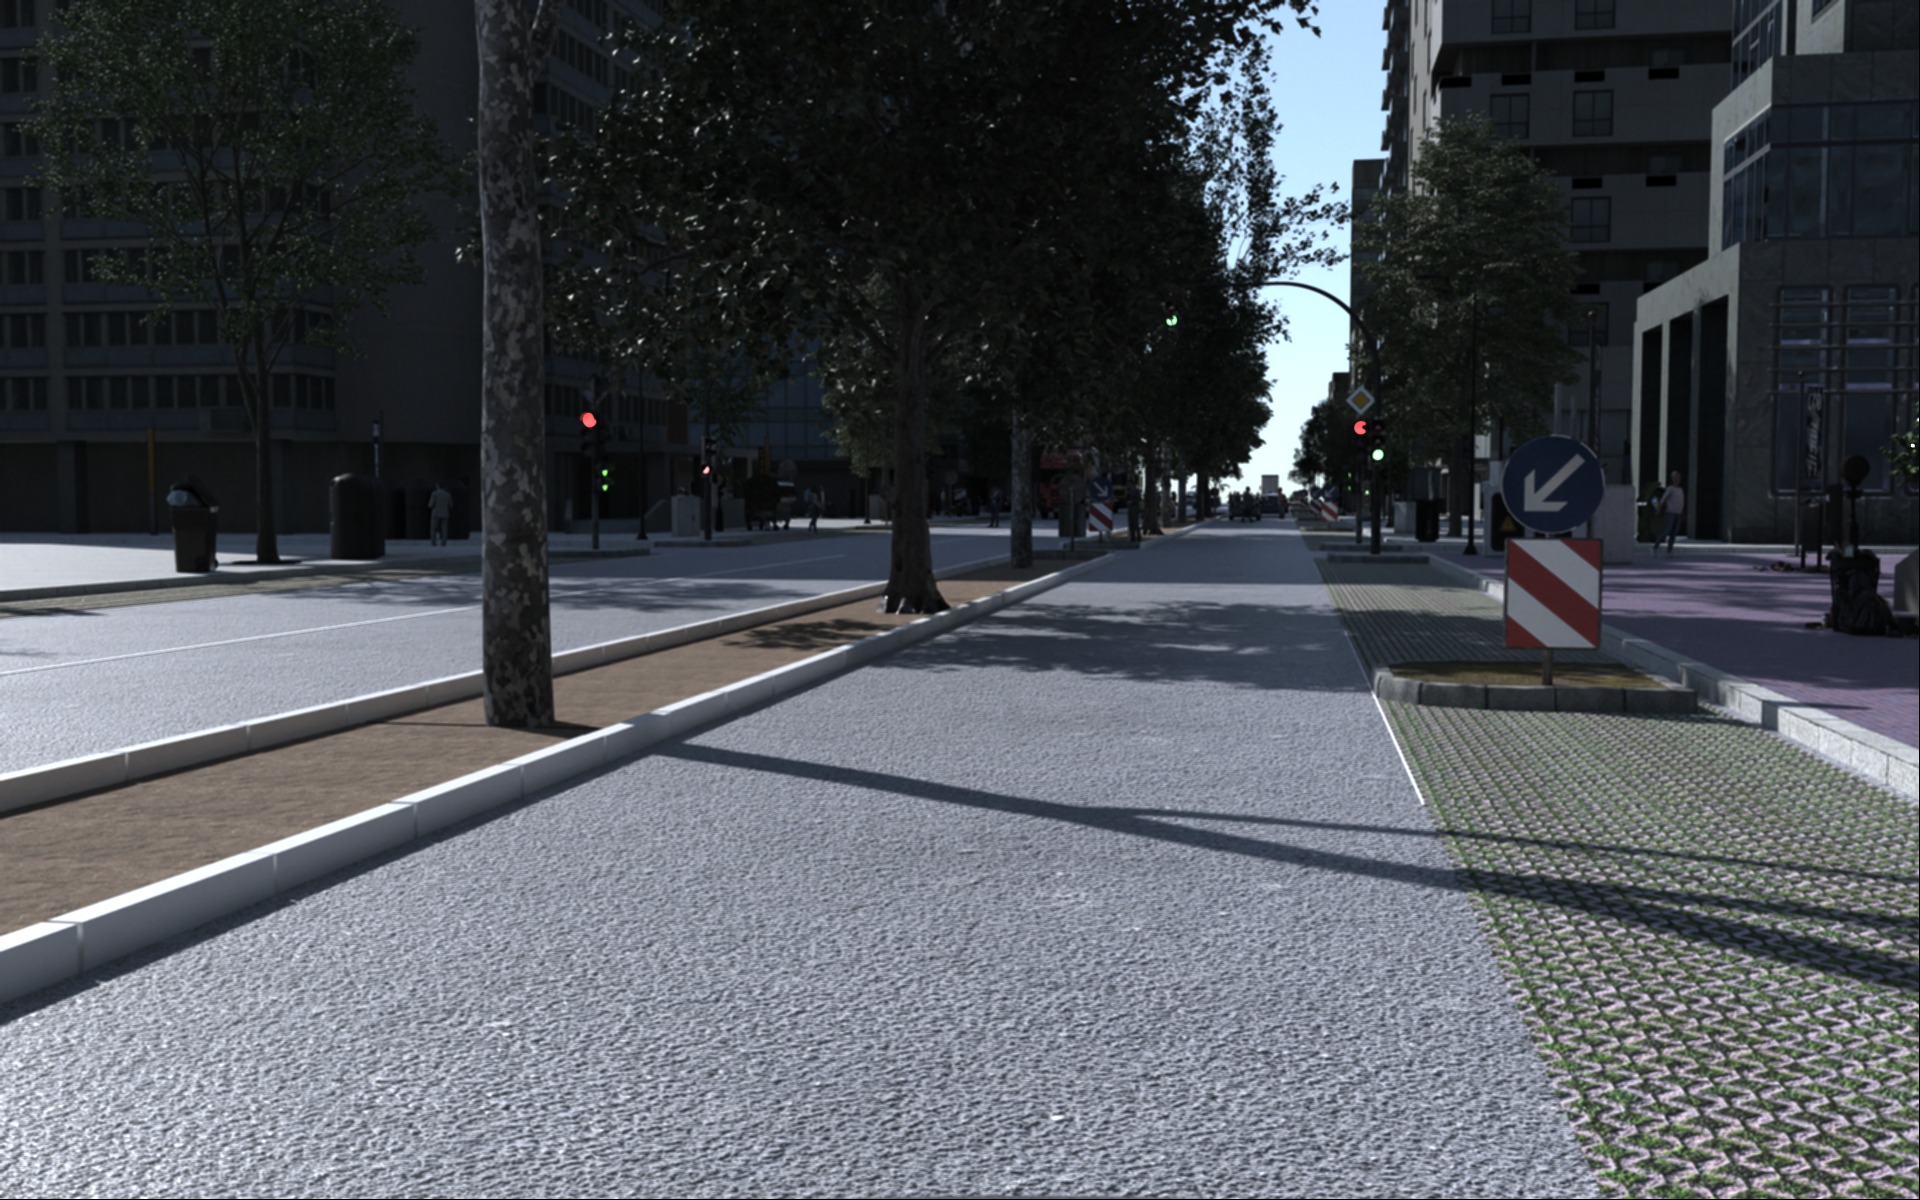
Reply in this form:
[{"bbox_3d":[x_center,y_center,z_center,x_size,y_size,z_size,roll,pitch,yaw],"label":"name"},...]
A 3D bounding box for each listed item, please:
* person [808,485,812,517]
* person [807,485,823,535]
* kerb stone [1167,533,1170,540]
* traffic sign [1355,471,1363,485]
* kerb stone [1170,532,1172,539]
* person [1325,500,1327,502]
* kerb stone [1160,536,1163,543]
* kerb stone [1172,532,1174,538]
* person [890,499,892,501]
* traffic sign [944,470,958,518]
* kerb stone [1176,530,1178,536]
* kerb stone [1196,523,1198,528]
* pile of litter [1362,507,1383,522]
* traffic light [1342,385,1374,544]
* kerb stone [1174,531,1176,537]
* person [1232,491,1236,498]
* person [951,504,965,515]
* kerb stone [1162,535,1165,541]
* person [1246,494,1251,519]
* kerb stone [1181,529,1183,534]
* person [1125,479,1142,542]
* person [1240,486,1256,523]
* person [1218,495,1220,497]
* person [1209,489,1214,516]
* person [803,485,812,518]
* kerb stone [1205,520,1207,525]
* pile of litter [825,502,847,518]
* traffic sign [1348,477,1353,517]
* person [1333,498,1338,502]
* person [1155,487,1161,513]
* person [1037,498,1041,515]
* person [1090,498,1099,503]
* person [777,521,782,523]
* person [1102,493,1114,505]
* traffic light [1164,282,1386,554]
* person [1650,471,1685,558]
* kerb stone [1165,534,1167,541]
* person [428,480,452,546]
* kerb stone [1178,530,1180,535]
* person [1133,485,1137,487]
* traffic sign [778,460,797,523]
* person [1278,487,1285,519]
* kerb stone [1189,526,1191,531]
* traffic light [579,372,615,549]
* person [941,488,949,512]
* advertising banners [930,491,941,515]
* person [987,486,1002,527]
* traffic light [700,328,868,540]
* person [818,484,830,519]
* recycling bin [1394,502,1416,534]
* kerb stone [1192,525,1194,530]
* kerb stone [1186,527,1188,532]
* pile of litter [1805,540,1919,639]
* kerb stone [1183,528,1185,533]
[{"bbox_3d":[-8.193,-5.452,95.725,0.519,1.759,0.362,0,4,-2],"label":"person"},{"bbox_3d":[-5.128,-3.154,60.657,0.643,1.750,0.593,-2,4,-29],"label":"person"},{"bbox_3d":[6.312,-1.918,53.558,0.120,0.150,1.000,1,4,11],"label":"kerb stone"},{"bbox_3d":[21.637,-5.748,94.085,0.768,2.556,0.104,1,4,14],"label":"traffic sign"},{"bbox_3d":[6.504,-1.980,54.562,0.120,0.150,1.000,1,4,11],"label":"kerb stone"},{"bbox_3d":[38.140,-10.643,180.195,0.705,1.807,1.348,1,4,15],"label":"person"},{"bbox_3d":[5.745,-1.733,50.525,0.120,0.150,1.000,1,4,11],"label":"kerb stone"},{"bbox_3d":[6.691,-2.039,55.567,0.120,0.150,1.000,1,4,11],"label":"kerb stone"},{"bbox_3d":[-3.789,-5.093,89.983,0.598,1.740,0.731,3,4,37],"label":"person"},{"bbox_3d":[-0.511,-5.660,92.641,0.768,2.556,0.104,1,4,15],"label":"traffic sign"},{"bbox_3d":[7.060,-2.164,57.584,0.120,0.150,1.000,1,4,11],"label":"kerb stone"},{"bbox_3d":[9.510,-2.967,70.709,0.120,0.150,1.000,1,4,11],"label":"kerb stone"},{"bbox_3d":[19.344,-4.143,81.708,1.176,0.858,1.719,0,4,4],"label":"pile of litter"},{"bbox_3d":[10.301,-3.411,44.691,0.839,4.253,0.868,1,4,11],"label":"traffic light"},{"bbox_3d":[6.878,-2.101,56.572,0.120,0.150,1.000,1,4,11],"label":"kerb stone"},{"bbox_3d":[29.895,-10.941,187.907,0.750,1.759,0.617,-2,4,-32],"label":"person"},{"bbox_3d":[-0.128,-6.114,106.231,0.699,1.804,1.509,3,4,38],"label":"person"},{"bbox_3d":[5.935,-1.794,51.532,0.120,0.150,1.000,1,4,11],"label":"kerb stone"},{"bbox_3d":[16.834,-5.653,101.275,0.694,1.780,0.624,3,4,36],"label":"person"},{"bbox_3d":[7.630,-2.350,60.615,0.120,0.150,1.000,1,4,11],"label":"kerb stone"},{"bbox_3d":[4.846,-2.472,48.724,0.447,1.846,0.655,-2,4,-27],"label":"person"},{"bbox_3d":[14.394,-4.762,86.461,0.767,1.812,0.694,1,4,13],"label":"person"},{"bbox_3d":[33.478,-13.289,226.497,1.217,1.743,0.721,1,4,20],"label":"person"},{"bbox_3d":[16.337,-6.420,113.497,0.654,1.822,0.581,0,3,0],"label":"person"},{"bbox_3d":[-8.136,-5.278,92.689,0.444,1.785,0.601,-2,4,-32],"label":"person"},{"bbox_3d":[11.024,-3.462,78.806,0.120,0.150,1.000,1,4,11],"label":"kerb stone"},{"bbox_3d":[-6.669,-4.826,92.867,1.176,0.858,1.719,0,4,0],"label":"pile of litter"},{"bbox_3d":[21.607,-5.826,95.266,0.884,2.594,0.081,1,4,17],"label":"traffic sign"},{"bbox_3d":[28.175,-7.546,129.874,0.683,1.767,0.568,1,4,12],"label":"person"},{"bbox_3d":[9.685,-4.753,86.316,0.635,1.810,0.391,1,4,8],"label":"person"},{"bbox_3d":[5.594,-6.731,118.407,0.638,1.841,0.748,0,4,-5],"label":"person"},{"bbox_3d":[7.798,-5.525,99.326,0.782,1.767,0.515,-2,4,-34],"label":"person"},{"bbox_3d":[-7.978,-4.268,76.660,0.563,1.720,0.643,2,4,32],"label":"person"},{"bbox_3d":[7.142,-4.596,83.741,0.635,1.810,0.391,1,4,17],"label":"person"},{"bbox_3d":[6.766,-3.817,37.082,4.771,5.953,1.251,1,4,11],"label":"traffic light"},{"bbox_3d":[14.232,-1.727,34.958,0.731,1.740,0.598,-3,5,-42],"label":"person"},{"bbox_3d":[6.115,-1.851,52.542,0.120,0.150,1.000,1,4,11],"label":"kerb stone"},{"bbox_3d":[-13.315,-2.174,44.241,0.583,1.804,0.606,3,5,44],"label":"person"},{"bbox_3d":[7.257,-2.226,58.592,0.120,0.150,1.000,1,4,11],"label":"kerb stone"},{"bbox_3d":[7.806,-4.237,77.740,0.622,1.834,0.822,3,5,41],"label":"person"},{"bbox_3d":[-6.410,-3.914,64.102,0.768,2.556,0.104,1,4,16],"label":"traffic sign"},{"bbox_3d":[18.433,-5.565,99.503,0.388,1.821,0.555,2,4,26],"label":"person"},{"bbox_3d":[8.565,-2.655,65.663,0.120,0.150,1.000,1,4,11],"label":"kerb stone"},{"bbox_3d":[-8.430,-3.126,40.028,0.839,4.253,0.868,1,4,11],"label":"traffic light"},{"bbox_3d":[-1.072,-7.036,121.759,0.598,1.740,0.731,-1,4,-19],"label":"person"},{"bbox_3d":[-1.724,-6.617,104.377,0.090,3.025,2.074,2,4,31],"label":"advertising banners"},{"bbox_3d":[1.540,-4.066,75.164,0.419,1.800,0.721,-3,5,-42],"label":"person"},{"bbox_3d":[-4.895,-4.456,47.531,4.771,5.953,1.251,1,4,11],"label":"traffic light"},{"bbox_3d":[-7.054,-5.003,88.195,0.721,1.781,0.623,2,4,34],"label":"person"},{"bbox_3d":[14.666,-2.691,56.544,0.722,1.027,0.722,-1,4,-21],"label":"recycling bin"},{"bbox_3d":[8.942,-2.782,67.686,0.120,0.150,1.000,1,4,11],"label":"kerb stone"},{"bbox_3d":[8.196,-2.535,63.642,0.120,0.150,1.000,1,4,11],"label":"kerb stone"},{"bbox_3d":[8.584,-0.135,16.174,1.176,0.858,1.719,1,4,19],"label":"pile of litter"},{"bbox_3d":[7.823,-2.412,61.628,0.120,0.150,1.000,1,4,11],"label":"kerb stone"}]
